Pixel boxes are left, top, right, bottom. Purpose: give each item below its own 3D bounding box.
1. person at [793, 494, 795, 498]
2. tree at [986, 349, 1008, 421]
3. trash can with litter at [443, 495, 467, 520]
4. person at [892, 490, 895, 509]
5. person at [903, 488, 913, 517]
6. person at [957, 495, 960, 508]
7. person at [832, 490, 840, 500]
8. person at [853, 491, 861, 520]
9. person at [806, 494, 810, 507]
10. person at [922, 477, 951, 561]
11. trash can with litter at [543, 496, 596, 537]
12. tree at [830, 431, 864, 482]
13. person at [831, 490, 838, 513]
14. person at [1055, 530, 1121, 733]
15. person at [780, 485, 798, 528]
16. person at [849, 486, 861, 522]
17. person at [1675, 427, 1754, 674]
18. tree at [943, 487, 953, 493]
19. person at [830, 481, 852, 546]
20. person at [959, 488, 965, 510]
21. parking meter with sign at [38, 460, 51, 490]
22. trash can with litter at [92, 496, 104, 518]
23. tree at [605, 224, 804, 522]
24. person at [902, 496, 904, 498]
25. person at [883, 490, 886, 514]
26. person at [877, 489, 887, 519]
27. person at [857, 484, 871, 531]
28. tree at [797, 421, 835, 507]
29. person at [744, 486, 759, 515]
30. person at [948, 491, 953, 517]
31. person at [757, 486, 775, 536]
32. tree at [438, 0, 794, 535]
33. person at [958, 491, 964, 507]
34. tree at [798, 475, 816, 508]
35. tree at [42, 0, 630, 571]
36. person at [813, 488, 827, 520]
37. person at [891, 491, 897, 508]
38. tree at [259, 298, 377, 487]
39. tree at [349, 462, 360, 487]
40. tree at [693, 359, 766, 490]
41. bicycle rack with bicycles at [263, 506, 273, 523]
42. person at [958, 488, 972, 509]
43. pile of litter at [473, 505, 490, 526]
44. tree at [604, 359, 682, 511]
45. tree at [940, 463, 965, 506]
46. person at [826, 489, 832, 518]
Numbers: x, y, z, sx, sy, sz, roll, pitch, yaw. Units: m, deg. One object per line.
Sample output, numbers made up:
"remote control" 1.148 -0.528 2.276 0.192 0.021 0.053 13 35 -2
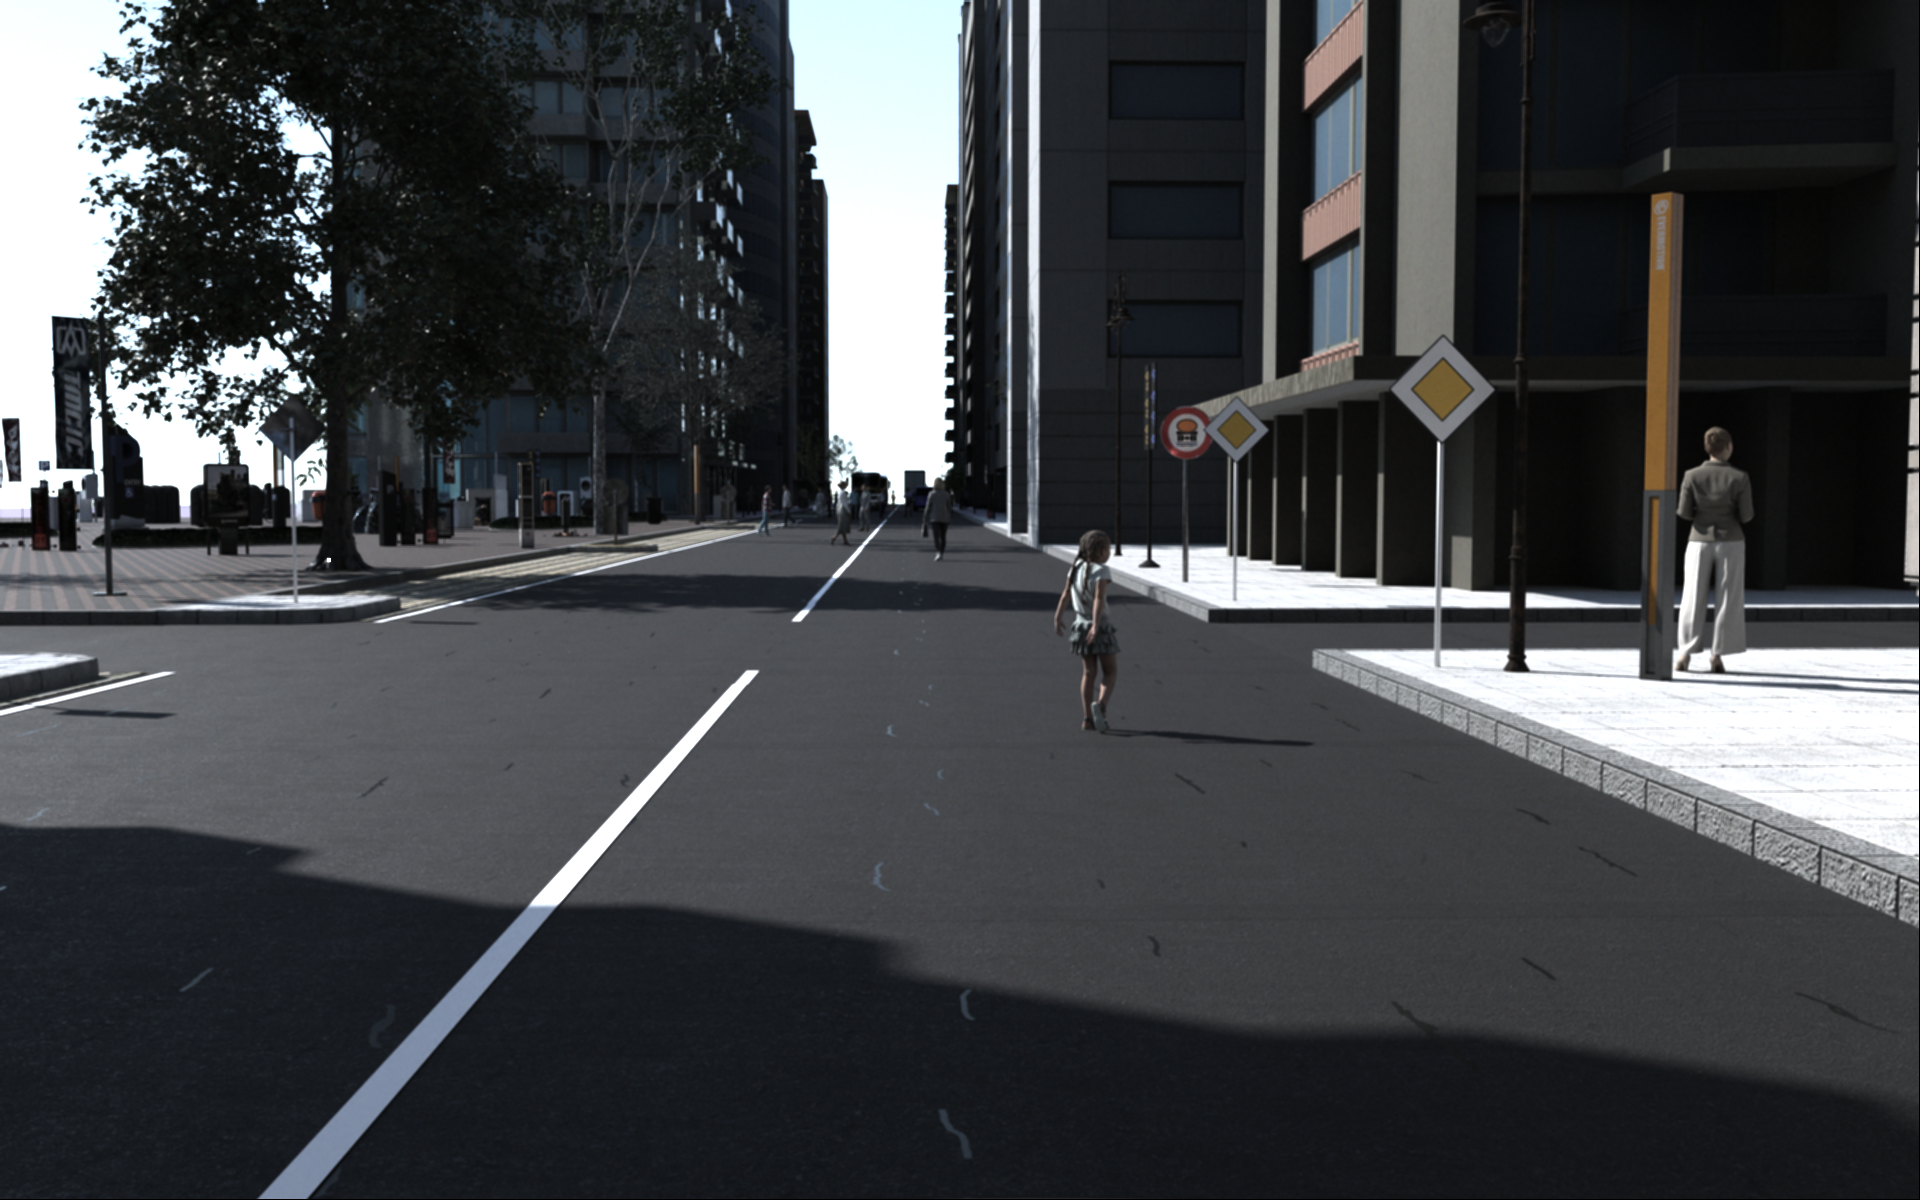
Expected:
"person" -16.866 -10.141 171.933 0.705 1.814 1.350 3 5 40
"tree" 3.338 -7.651 75.450 4.360 8.622 3.978 0 3 0
"trash can with litter" -25.127 -4.581 85.958 2.233 1.210 1.678 -3 5 -44
"person" -6.312 -9.558 164.769 0.705 1.824 1.348 -1 4 -9
"person" -3.342 -6.212 109.939 0.709 1.838 0.599 1 4 22
"person" 0.066 -9.264 157.520 0.705 1.823 1.348 1 4 20
"person" -8.146 -6.668 118.046 1.217 1.766 0.721 0 4 -5
"person" -5.894 -5.376 97.121 1.217 1.735 0.721 -1 4 -22
"person" -14.903 -9.890 168.457 0.721 1.735 1.217 -2 4 -27
"person" -0.523 -1.748 37.259 0.709 1.800 0.728 -1 4 -9
"trash can with litter" -11.814 -2.543 52.642 1.678 1.210 2.233 0 4 -5
"tree" -17.668 -19.579 254.535 7.601 10.594 8.767 -1 4 -9
"person" -9.376 -7.488 131.640 1.217 1.735 0.721 0 4 0
"person" 0.745 0.183 10.528 0.505 1.210 0.382 3 5 42
"person" -7.285 -3.999 73.731 0.795 1.843 0.661 0 4 2
"person" -5.439 -4.958 89.430 0.638 1.841 0.748 0 4 -8
"person" 5.422 -0.356 12.417 0.519 1.759 0.362 2 4 34
"tree" -1.574 -13.411 213.875 1.663 3.219 1.824 0 3 0
"person" -3.295 -2.398 47.938 0.641 1.798 0.478 0 4 -5
"person" 0.154 -8.044 138.017 0.683 1.767 0.568 2 4 30
"parking meter with sign" -47.604 -5.737 90.064 0.543 3.016 1.738 -2 4 -30
"trash can with litter" -46.745 -5.042 93.819 0.624 1.170 1.055 0 4 6
"tree" -12.058 -10.348 79.564 12.009 13.543 11.850 0 3 0
"person" -6.663 -12.917 219.785 1.348 1.812 0.705 1 4 10
"person" -5.411 -7.030 124.376 0.436 1.711 0.756 1 4 15
"person" -4.495 -5.584 100.739 0.756 1.711 0.436 -3 5 -39
"person" -3.658 -3.559 66.787 0.391 1.810 0.635 -3 5 -40
"tree" -14.885 -13.589 172.543 4.737 8.622 4.395 0 3 0
"person" -12.610 -5.982 104.398 0.990 1.755 0.434 -1 4 -11
"person" -0.657 -5.864 105.840 0.593 1.643 0.415 3 5 42
"person" -6.675 -3.071 59.553 0.643 1.720 0.563 0 4 -8
"tree" -9.952 -12.156 54.633 12.611 20.169 13.585 0 3 0
"person" 0.124 -9.944 170.089 0.593 1.643 0.415 -3 4 -38
"tree" -13.932 -10.047 158.868 1.663 3.219 1.824 0 3 0
"tree" -10.466 -6.859 29.146 9.611 12.733 9.660 0 3 0
"person" -7.679 -5.267 94.966 0.694 1.780 0.624 -1 4 -14
"person" -7.028 -10.695 183.888 0.721 1.766 1.217 2 4 26
"tree" -22.855 -6.892 63.046 4.737 8.622 4.395 0 3 0
"tree" -32.122 -5.846 90.191 1.663 3.219 1.824 0 3 0
"tree" -12.425 -8.705 92.692 4.360 8.622 3.978 0 3 0
"bicycle rack with bicycles" -31.814 -3.873 76.709 2.925 0.926 2.852 -2 4 -26
"person" 0.490 -8.642 147.320 1.348 1.826 0.705 2 4 28
"pile of litter" -19.556 -3.432 70.074 1.176 0.858 1.719 -1 4 -23
"tree" -16.881 -8.636 91.568 4.360 8.622 3.978 0 3 0
"tree" -0.339 -12.033 180.453 4.285 4.588 4.351 0 3 0
"person" -8.001 -5.861 105.010 0.721 1.739 1.217 0 4 4
